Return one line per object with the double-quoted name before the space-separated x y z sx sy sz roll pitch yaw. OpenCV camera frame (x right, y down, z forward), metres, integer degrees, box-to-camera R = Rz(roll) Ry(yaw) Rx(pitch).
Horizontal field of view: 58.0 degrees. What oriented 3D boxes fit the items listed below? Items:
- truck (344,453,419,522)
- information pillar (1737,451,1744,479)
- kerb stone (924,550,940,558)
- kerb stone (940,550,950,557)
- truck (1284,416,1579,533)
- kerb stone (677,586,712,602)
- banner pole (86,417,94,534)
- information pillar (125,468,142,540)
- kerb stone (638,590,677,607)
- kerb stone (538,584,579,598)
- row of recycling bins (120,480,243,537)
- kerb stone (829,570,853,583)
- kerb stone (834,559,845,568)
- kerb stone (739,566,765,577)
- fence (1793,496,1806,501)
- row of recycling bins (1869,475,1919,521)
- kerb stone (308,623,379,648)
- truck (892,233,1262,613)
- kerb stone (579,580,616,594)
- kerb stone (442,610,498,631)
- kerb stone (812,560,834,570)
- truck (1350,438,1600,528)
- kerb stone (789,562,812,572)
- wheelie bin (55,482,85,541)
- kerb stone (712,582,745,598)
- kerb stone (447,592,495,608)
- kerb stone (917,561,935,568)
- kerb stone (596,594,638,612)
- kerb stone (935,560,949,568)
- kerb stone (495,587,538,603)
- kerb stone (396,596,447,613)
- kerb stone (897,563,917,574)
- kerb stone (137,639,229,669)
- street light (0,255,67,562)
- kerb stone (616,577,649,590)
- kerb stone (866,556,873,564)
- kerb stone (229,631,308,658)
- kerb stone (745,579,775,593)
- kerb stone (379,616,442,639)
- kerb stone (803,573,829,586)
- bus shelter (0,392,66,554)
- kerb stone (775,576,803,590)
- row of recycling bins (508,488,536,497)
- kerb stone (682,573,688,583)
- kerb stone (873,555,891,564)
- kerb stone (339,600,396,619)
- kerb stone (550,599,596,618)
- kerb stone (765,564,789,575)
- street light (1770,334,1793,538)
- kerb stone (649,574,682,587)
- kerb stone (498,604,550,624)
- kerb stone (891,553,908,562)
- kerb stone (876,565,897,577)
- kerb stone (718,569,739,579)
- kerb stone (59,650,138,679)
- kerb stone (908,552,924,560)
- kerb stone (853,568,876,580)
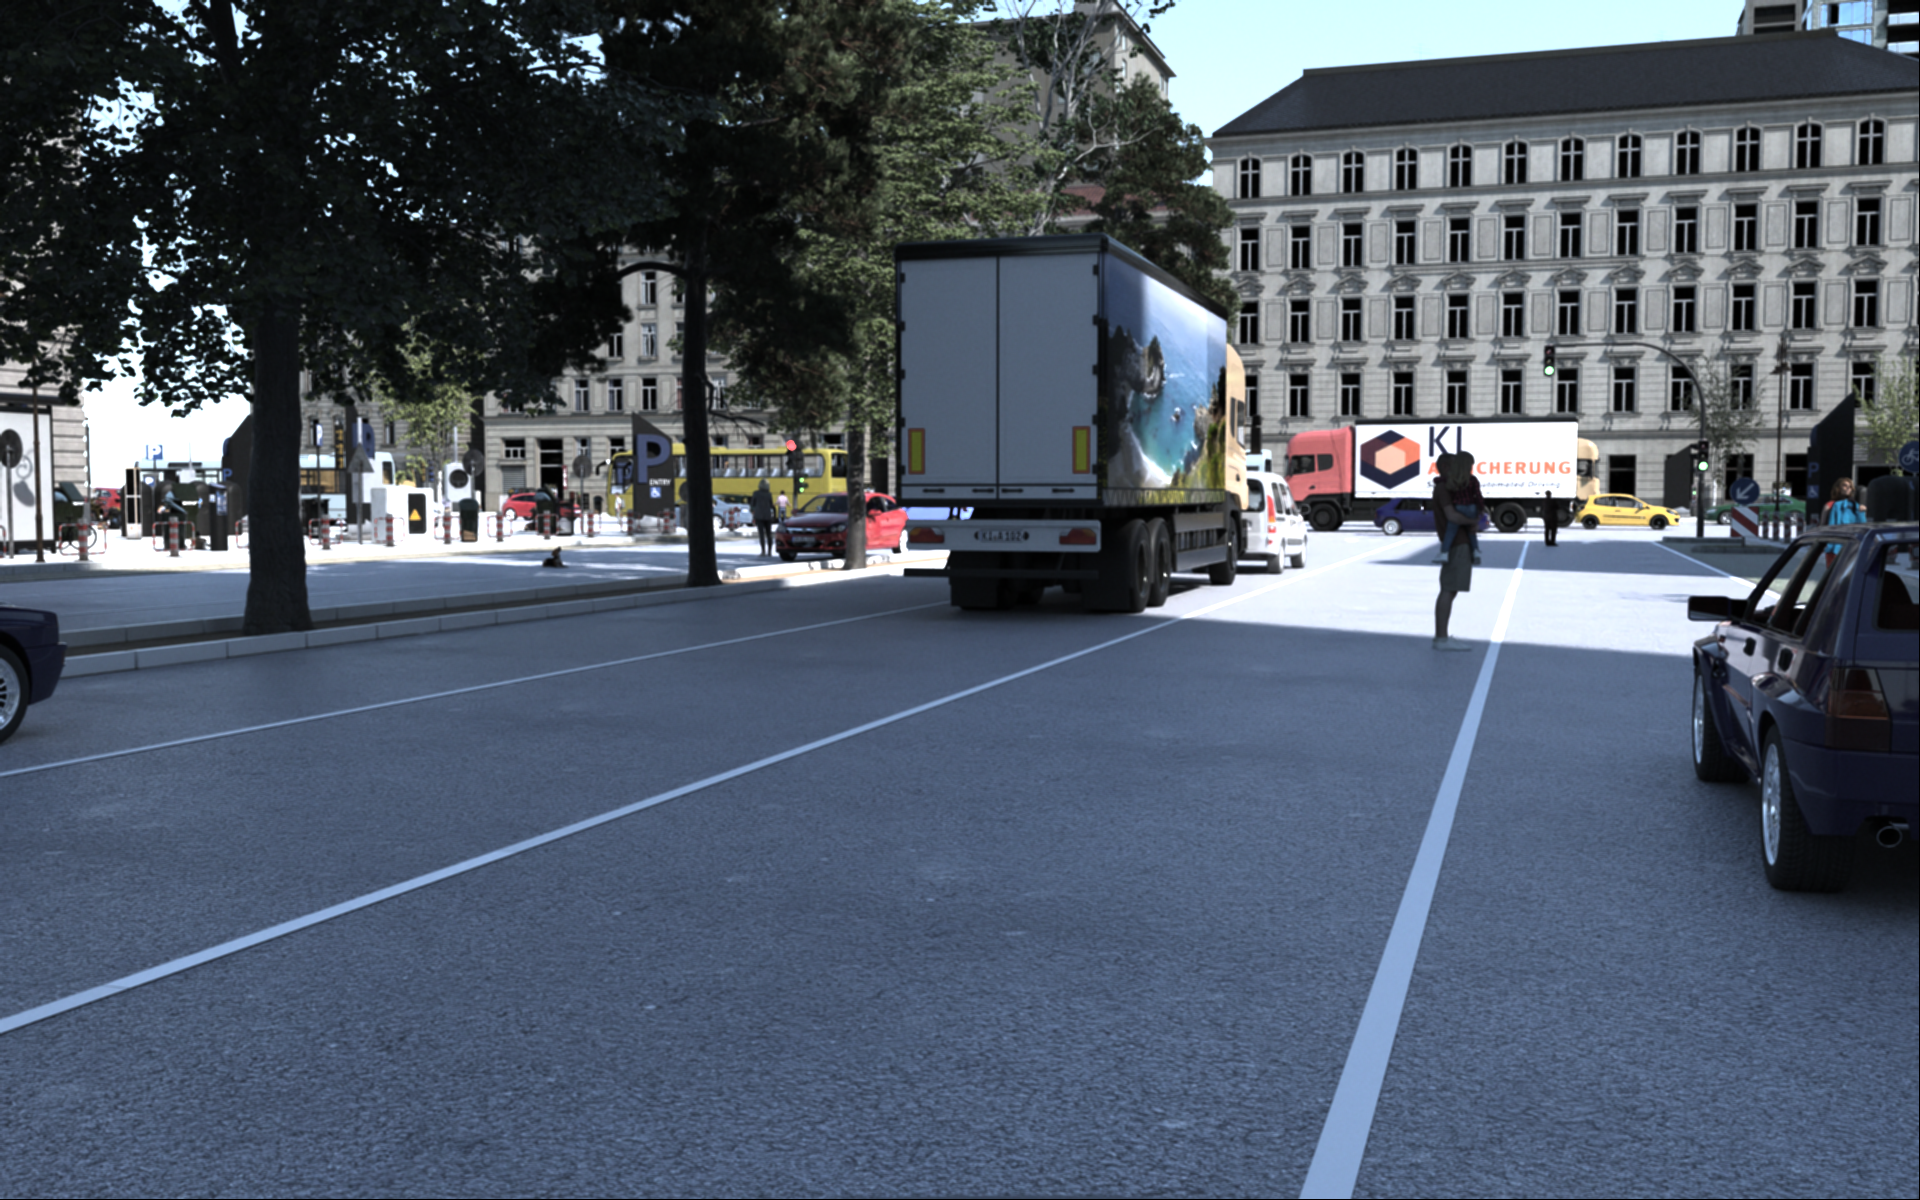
"truck" -29.540 -5.225 81.359 9.791 3.379 3.469 1 4 19
"information pillar" 42.547 -6.308 94.495 0.183 3.616 0.504 0 4 -7
"kerb stone" -0.728 -1.012 38.772 0.120 0.150 1.000 1 4 18
"kerb stone" -0.394 -1.074 39.751 0.120 0.150 1.000 1 4 18
"truck" 17.301 -4.672 65.307 11.283 4.237 2.839 1 4 19
"kerb stone" -3.670 -0.076 23.430 0.120 0.150 1.000 1 4 18
"banner pole" -28.357 -4.061 56.416 0.401 3.779 0.863 -1 4 -19
"information pillar" -23.050 -2.679 48.297 0.304 2.012 0.304 0 4 1
"kerb stone" -3.998 -0.016 22.453 0.120 0.150 1.000 1 4 18
"kerb stone" -5.657 -0.116 24.090 0.120 0.150 1.000 1 4 18
"row of recycling bins" -23.596 -2.784 52.635 1.069 1.692 3.534 3 5 42
"kerb stone" -2.028 -0.371 28.311 0.120 0.150 1.000 1 4 18
"kerb stone" -2.369 -0.712 33.877 0.120 0.150 1.000 1 4 18
"kerb stone" -3.690 -0.474 29.965 0.120 0.150 1.000 1 4 18
"fence" 40.847 -4.461 84.139 2.264 1.192 0.480 -1 4 -19
"row of recycling bins" 21.247 -1.958 39.127 1.069 1.692 3.534 3 5 41
"kerb stone" -5.965 0.348 16.603 0.120 0.150 1.000 1 4 18
"truck" 2.145 -2.164 24.290 2.839 4.237 11.283 1 4 18
"kerb stone" -5.329 -0.171 25.065 0.120 0.150 1.000 1 4 18
"kerb stone" -5.313 0.223 18.558 0.120 0.150 1.000 1 4 18
"kerb stone" -2.701 -0.651 32.905 0.120 0.150 1.000 1 4 18
"truck" 22.537 -5.289 75.389 11.283 4.237 2.839 1 4 17
"kerb stone" -3.029 -0.594 31.925 0.120 0.150 1.000 1 4 18
"wheelie bin" -24.260 -2.392 47.020 0.693 1.594 0.980 0 4 4
"kerb stone" -3.338 -0.129 24.405 0.120 0.150 1.000 1 4 18
"kerb stone" -6.316 0.004 22.143 0.120 0.150 1.000 1 4 18
"kerb stone" -0.726 -0.613 32.211 0.120 0.150 1.000 1 4 18
"kerb stone" -4.332 0.048 21.482 0.120 0.150 1.000 1 4 18
"kerb stone" -0.394 -0.672 33.183 0.120 0.150 1.000 1 4 18
"kerb stone" -5.993 -0.052 23.118 0.120 0.150 1.000 1 4 18
"kerb stone" -6.650 0.063 21.161 0.120 0.150 1.000 1 4 18
"kerb stone" -1.047 -0.553 31.235 0.120 0.150 1.000 1 4 18
"kerb stone" -6.612 0.462 14.650 0.120 0.150 1.000 1 4 18
"street light" -17.306 -3.647 32.414 0.468 5.910 1.993 1 4 18
"kerb stone" -5.009 -0.236 26.051 0.120 0.150 1.000 1 4 18
"kerb stone" -2.049 -0.775 34.859 0.120 0.150 1.000 1 4 18
"kerb stone" -6.292 0.402 15.626 0.120 0.150 1.000 1 4 18
"kerb stone" -3.017 -0.195 25.381 0.120 0.150 1.000 1 4 18
"kerb stone" -5.639 0.285 17.584 0.120 0.150 1.000 1 4 18
"kerb stone" -2.356 -0.314 27.326 0.120 0.150 1.000 1 4 18
"bus shelter" -21.490 -3.399 33.198 2.179 5.291 8.768 1 4 18
"kerb stone" -2.689 -0.248 26.355 0.120 0.150 1.000 1 4 18
"row of recycling bins" -38.891 -8.815 151.232 3.534 1.692 1.069 0 4 -4
"kerb stone" -4.351 -0.354 28.010 0.120 0.150 1.000 1 4 18
"kerb stone" -1.715 -0.835 35.843 0.120 0.150 1.000 1 4 18
"kerb stone" -6.971 0.123 20.184 0.120 0.150 1.000 1 4 18
"kerb stone" -4.658 0.104 20.508 0.120 0.150 1.000 1 4 18
"kerb stone" -3.367 -0.534 30.942 0.120 0.150 1.000 1 4 18
"street light" 23.800 -4.741 50.307 0.468 5.910 1.993 1 4 18
"kerb stone" -4.674 -0.295 27.022 0.120 0.150 1.000 1 4 18
"kerb stone" -4.980 0.166 19.533 0.120 0.150 1.000 1 4 18
"kerb stone" -1.389 -0.892 36.818 0.120 0.150 1.000 1 4 18
"kerb stone" -1.379 -0.493 30.263 0.120 0.150 1.000 1 4 18
"kerb stone" -4.011 -0.415 28.985 0.120 0.150 1.000 1 4 18
"kerb stone" -6.950 0.523 13.679 0.120 0.150 1.000 1 4 18
"kerb stone" -1.061 -0.953 37.798 0.120 0.150 1.000 1 4 18
"kerb stone" -1.701 -0.432 29.285 0.120 0.150 1.000 1 4 18
